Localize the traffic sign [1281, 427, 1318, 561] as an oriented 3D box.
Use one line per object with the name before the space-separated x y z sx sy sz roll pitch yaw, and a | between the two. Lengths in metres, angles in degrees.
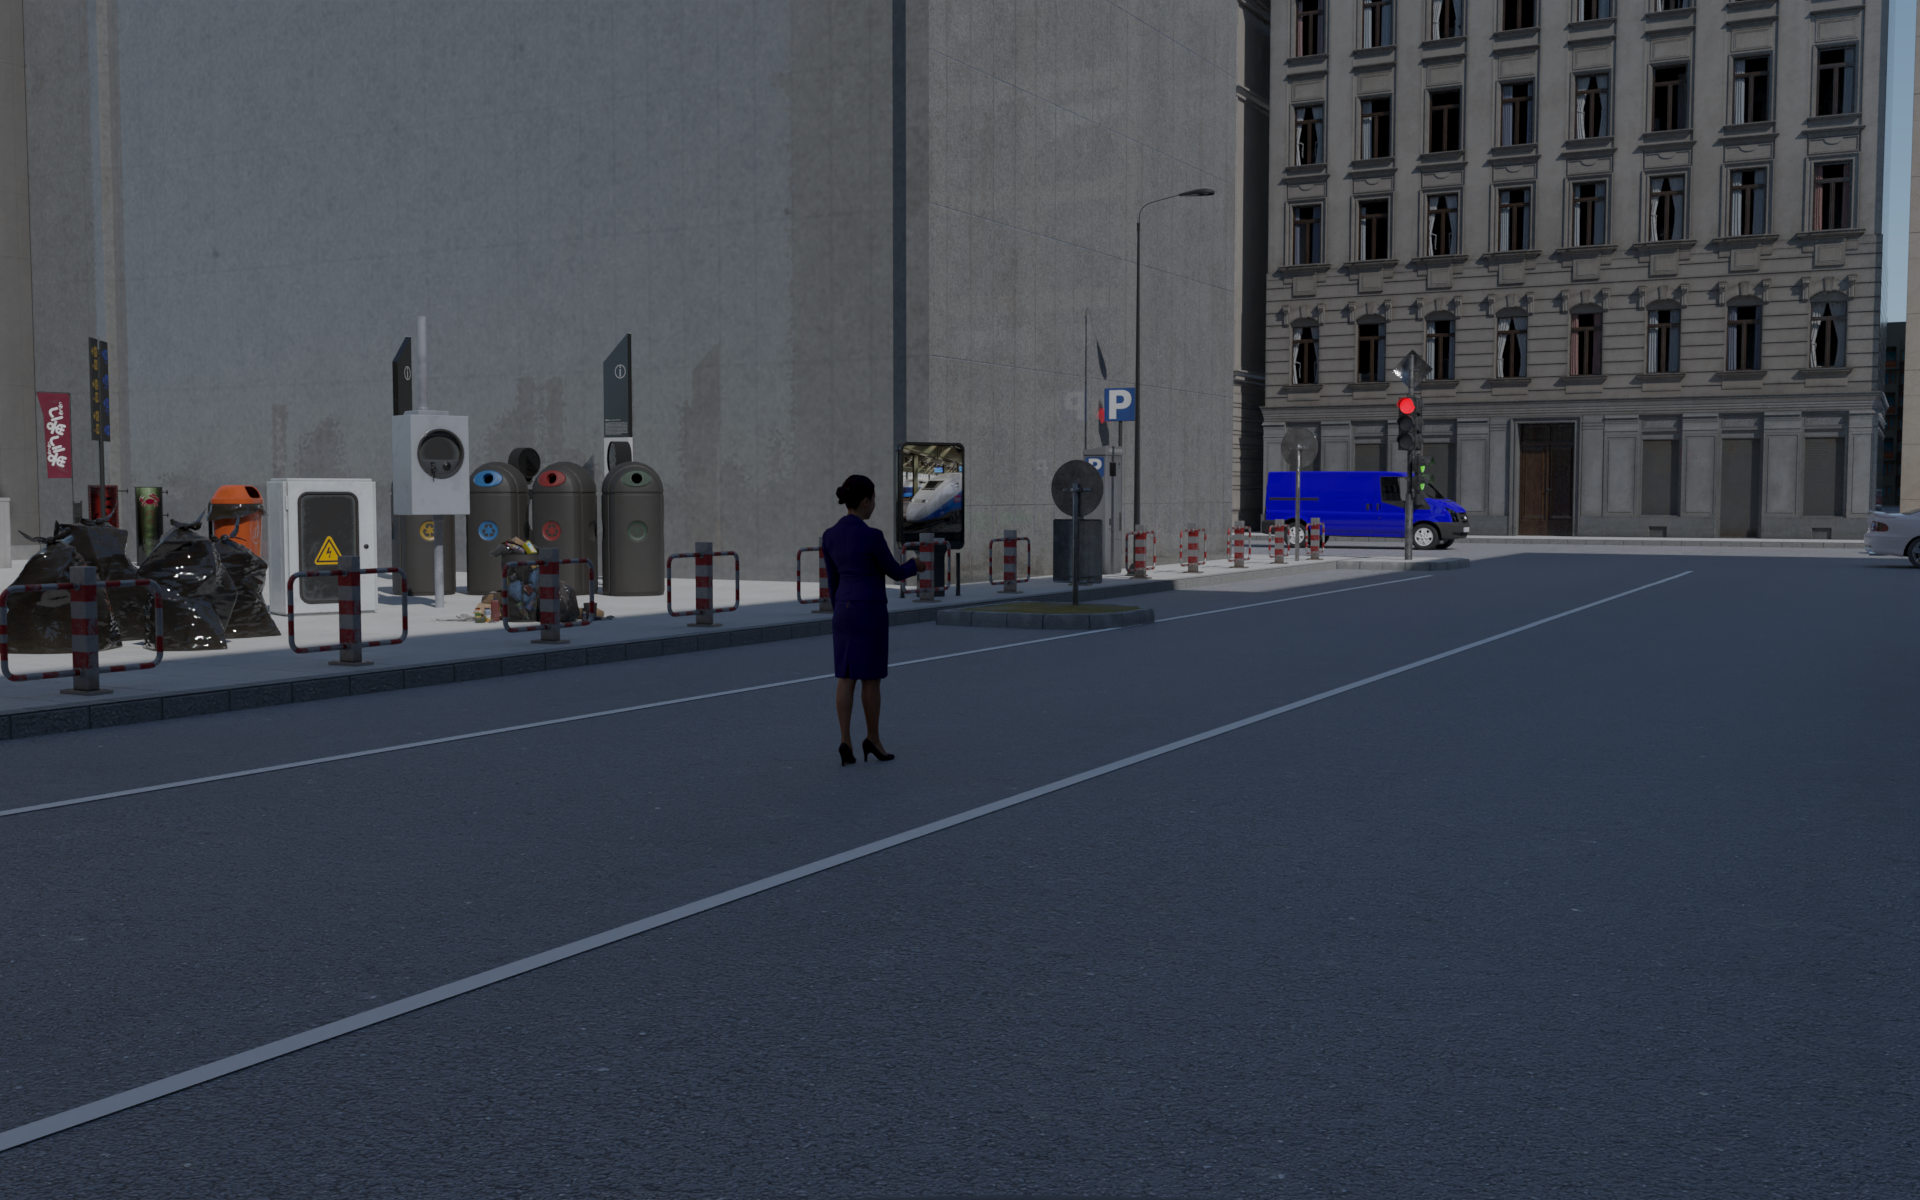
traffic sign | 6.447 -2.015 33.055 0.768 2.556 0.104 2 4 35

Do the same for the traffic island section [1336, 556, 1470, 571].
traffic island section | 8.737 -0.706 33.831 2.009 0.180 2.903 2 4 29

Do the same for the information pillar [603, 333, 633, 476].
information pillar | -4.997 -2.082 25.398 0.504 3.616 0.183 2 4 29

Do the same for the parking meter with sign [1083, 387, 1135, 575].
parking meter with sign | 2.260 -1.927 27.760 0.543 3.016 1.738 2 4 27

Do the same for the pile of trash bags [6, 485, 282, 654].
pile of trash bags | -7.040 -0.354 15.539 1.912 1.369 3.447 0 4 -2

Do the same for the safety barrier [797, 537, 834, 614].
safety barrier | -1.433 -0.268 18.651 0.300 0.817 1.120 2 4 29

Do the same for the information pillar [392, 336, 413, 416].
information pillar | -8.214 -2.095 25.600 0.183 3.616 0.504 0 4 7

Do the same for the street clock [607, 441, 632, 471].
street clock | -4.671 -1.176 23.794 0.358 2.002 0.471 -2 4 -27

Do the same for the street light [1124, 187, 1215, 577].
street light | 3.229 -3.309 26.643 1.470 5.913 1.316 2 4 29

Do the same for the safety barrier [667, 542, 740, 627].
safety barrier | -2.477 -0.153 16.770 0.300 0.817 1.120 2 4 29

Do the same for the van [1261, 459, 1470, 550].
van | 10.742 -2.528 45.719 5.245 2.365 2.240 2 4 30

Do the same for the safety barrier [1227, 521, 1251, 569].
safety barrier | 4.829 -0.959 29.948 0.300 0.817 1.120 2 4 29

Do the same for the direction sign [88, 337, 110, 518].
direction sign | -12.640 -2.049 25.506 0.379 3.537 0.876 -1 4 -12

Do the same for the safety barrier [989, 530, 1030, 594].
safety barrier | 0.650 -0.497 22.408 0.300 0.817 1.120 2 4 29

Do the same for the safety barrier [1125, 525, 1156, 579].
safety barrier | 2.733 -0.728 26.173 0.300 0.817 1.120 2 4 29

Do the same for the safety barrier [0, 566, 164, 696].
safety barrier | -5.615 0.194 11.111 0.300 0.817 1.120 2 4 29

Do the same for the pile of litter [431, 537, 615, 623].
pile of litter | -4.436 -0.226 17.668 1.719 0.858 1.176 1 4 16

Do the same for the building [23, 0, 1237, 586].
building | -6.204 -13.162 33.222 19.932 24.808 12.078 2 4 29

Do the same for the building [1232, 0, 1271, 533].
building | 2.842 -14.037 65.656 21.152 22.565 11.583 2 4 29

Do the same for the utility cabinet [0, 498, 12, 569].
utility cabinet | -16.744 -1.124 29.533 0.306 1.237 1.020 2 4 25

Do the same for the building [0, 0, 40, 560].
building | -28.649 -13.813 44.907 30.058 24.678 14.314 2 4 29

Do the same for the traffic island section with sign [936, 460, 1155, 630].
traffic island section with sign | 1.078 -0.653 19.305 1.989 1.847 2.006 2 4 29

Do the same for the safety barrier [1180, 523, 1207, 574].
safety barrier | 3.778 -0.842 28.049 0.300 0.817 1.120 2 4 29

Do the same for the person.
person | -0.479 0.097 9.288 0.453 1.535 0.546 1 4 17

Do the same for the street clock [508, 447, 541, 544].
street clock | -6.783 -1.373 27.012 0.358 2.002 0.471 2 4 34

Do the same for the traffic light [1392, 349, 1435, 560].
traffic light | 8.767 -2.737 33.678 0.839 4.253 0.868 2 4 29

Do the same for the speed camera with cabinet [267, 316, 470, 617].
speed camera with cabinet | -6.403 -1.496 18.800 2.038 3.252 0.660 -3 5 -40

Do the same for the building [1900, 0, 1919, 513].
building | 45.265 -14.822 46.850 34.151 26.468 19.350 2 4 29

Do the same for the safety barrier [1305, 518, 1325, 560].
safety barrier | 6.911 -1.188 33.706 0.300 0.817 1.120 2 4 29

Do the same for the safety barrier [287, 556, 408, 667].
safety barrier | -4.577 0.078 12.992 0.300 0.817 1.120 2 4 29

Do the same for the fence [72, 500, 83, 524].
fence | -11.708 -0.722 23.012 0.480 1.192 2.264 -2 4 -25

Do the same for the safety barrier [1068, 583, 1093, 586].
safety barrier | 1.692 -0.613 24.292 0.300 0.817 1.120 2 4 29

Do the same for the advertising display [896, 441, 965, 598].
advertising display | -0.365 -0.999 21.545 0.974 1.923 0.123 -3 4 -36

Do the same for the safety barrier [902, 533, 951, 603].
safety barrier | -0.393 -0.383 20.530 0.300 0.817 1.120 2 4 29

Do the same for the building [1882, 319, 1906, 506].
building | 104.786 -21.726 200.253 28.899 21.520 27.650 2 4 29

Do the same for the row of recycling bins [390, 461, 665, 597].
row of recycling bins | -5.520 -0.918 22.124 3.534 1.692 1.069 0 4 3

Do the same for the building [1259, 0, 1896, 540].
building | 19.928 -12.645 55.893 18.267 20.994 9.793 2 4 29

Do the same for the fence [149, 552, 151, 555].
fence | -8.624 -0.196 18.586 0.278 0.683 2.069 -1 4 -22

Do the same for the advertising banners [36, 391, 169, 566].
advertising banners | -14.959 -2.085 30.285 2.074 3.025 0.090 -3 5 -41

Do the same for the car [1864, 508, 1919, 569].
car | 20.027 -1.271 33.146 4.827 1.381 2.083 2 4 28

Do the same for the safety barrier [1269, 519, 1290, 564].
safety barrier | 5.869 -1.074 31.827 0.300 0.817 1.120 2 4 29

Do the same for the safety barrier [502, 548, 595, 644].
safety barrier | -3.525 -0.037 14.882 0.300 0.817 1.120 2 4 29
